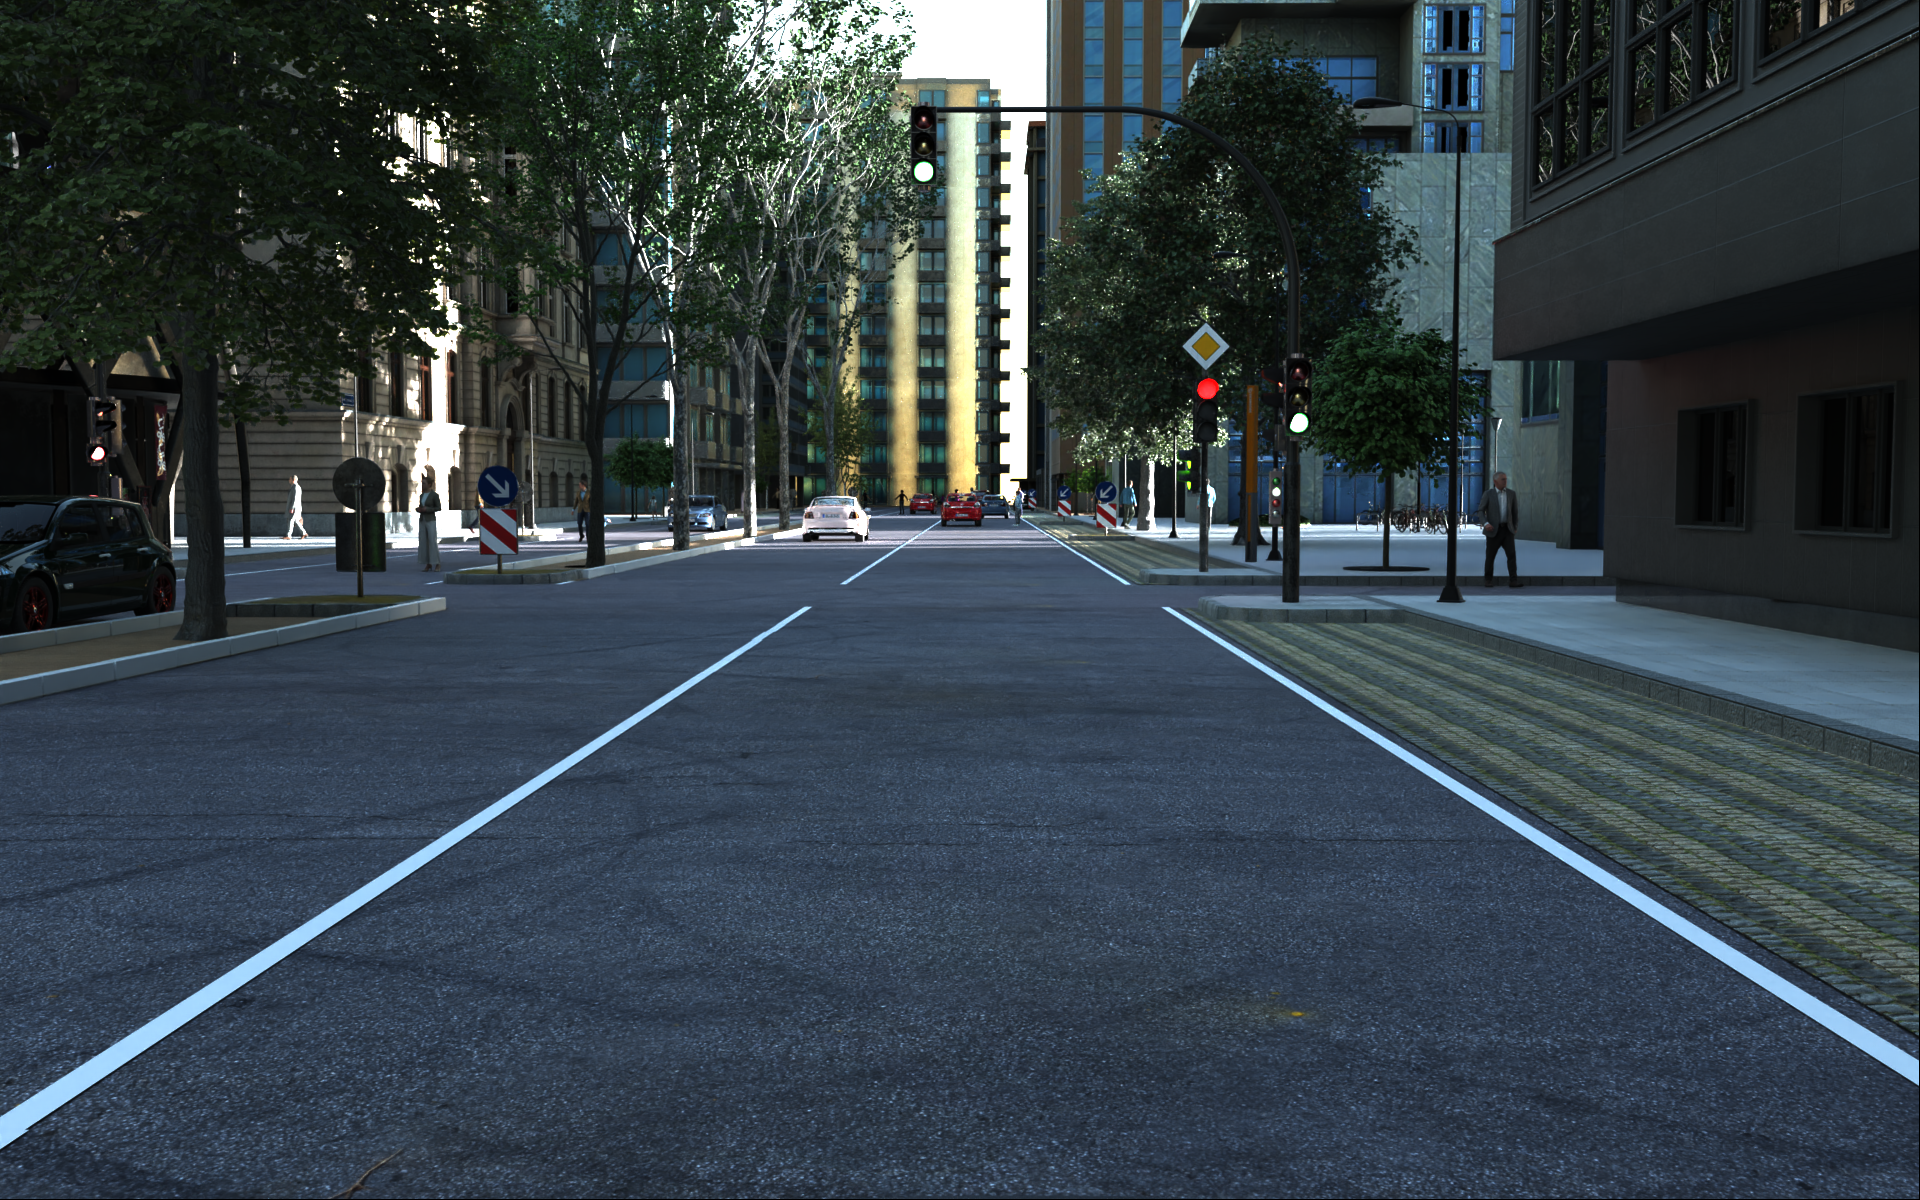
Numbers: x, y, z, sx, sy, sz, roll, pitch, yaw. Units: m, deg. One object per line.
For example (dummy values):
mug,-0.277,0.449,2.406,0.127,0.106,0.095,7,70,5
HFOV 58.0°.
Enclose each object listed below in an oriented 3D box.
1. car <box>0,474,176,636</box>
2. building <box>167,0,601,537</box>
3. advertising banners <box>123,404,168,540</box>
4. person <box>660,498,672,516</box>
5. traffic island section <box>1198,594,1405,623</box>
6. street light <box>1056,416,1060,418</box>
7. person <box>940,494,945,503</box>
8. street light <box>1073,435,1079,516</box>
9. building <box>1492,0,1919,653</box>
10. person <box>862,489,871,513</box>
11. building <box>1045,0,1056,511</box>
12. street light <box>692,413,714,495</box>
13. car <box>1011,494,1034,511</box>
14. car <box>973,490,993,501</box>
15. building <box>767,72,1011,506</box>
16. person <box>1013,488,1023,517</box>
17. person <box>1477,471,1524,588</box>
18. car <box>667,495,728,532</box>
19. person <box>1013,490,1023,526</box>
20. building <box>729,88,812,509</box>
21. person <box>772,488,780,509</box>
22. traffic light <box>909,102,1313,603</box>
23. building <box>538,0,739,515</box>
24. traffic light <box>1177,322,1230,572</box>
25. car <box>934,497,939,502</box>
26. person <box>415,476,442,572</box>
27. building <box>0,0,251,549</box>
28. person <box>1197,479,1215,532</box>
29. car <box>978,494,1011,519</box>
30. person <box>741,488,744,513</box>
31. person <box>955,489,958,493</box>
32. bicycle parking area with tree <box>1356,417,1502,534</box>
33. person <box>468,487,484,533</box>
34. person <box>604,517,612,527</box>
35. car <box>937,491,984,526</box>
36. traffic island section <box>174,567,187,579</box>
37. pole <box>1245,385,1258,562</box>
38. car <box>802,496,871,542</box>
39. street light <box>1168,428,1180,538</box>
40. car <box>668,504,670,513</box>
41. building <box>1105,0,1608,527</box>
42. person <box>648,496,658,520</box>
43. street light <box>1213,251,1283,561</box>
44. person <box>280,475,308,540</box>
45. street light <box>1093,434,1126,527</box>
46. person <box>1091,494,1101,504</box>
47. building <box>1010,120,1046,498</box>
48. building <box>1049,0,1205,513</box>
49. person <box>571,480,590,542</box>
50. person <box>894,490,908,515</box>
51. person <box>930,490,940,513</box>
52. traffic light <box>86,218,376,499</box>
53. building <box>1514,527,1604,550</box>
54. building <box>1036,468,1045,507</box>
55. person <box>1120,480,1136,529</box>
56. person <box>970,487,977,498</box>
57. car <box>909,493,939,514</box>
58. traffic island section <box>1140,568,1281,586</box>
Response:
car,-9.715,-0.495,17.875,2.009,1.686,4.222,0,4,1
building,-23.428,-15.240,68.262,14.460,24.649,34.723,0,4,1
advertising banners,-15.640,-2.260,33.141,0.090,3.025,2.074,0,4,3
person,-16.475,-5.686,99.234,0.699,1.804,1.509,-3,5,-44
traffic island section,3.938,0.104,20.574,2.009,0.180,2.903,0,4,1
street light,6.410,-8.010,103.509,1.470,5.913,1.316,0,4,1
person,-1.783,-9.899,173.570,0.599,1.433,0.991,-3,5,-42
street light,6.197,-6.919,85.669,1.470,5.913,1.316,0,4,1
building,13.004,-13.114,7.916,14.314,27.812,24.014,0,4,1
person,-7.315,-7.703,134.461,0.705,1.822,1.348,-2,4,-33
building,17.594,-36.784,143.415,21.231,58.520,28.212,0,4,1
street light,-14.729,-7.725,98.851,1.470,5.913,1.316,0,4,1
car,5.300,-8.232,144.382,2.009,1.686,4.222,0,4,1
car,1.855,-9.076,157.068,2.281,1.827,5.304,0,4,-1
building,-9.443,-35.461,199.396,30.456,49.044,23.786,0,4,1
person,3.619,-6.118,108.395,0.599,1.838,0.709,-2,4,-30
person,8.276,-1.073,26.437,0.661,1.777,0.834,-1,4,-13
car,-10.178,-3.392,67.458,2.014,1.417,4.499,0,4,2
person,2.584,-4.101,77.360,0.330,1.601,0.589,2,4,33
building,-26.654,-28.855,163.665,23.993,40.220,32.217,0,4,1
person,-15.441,-8.615,146.906,0.705,1.823,1.348,-3,5,-44
traffic light,1.805,-2.794,20.346,4.771,5.953,1.251,0,4,1
building,-27.240,-30.514,118.520,23.786,49.044,30.456,0,4,1
traffic light,3.999,-2.417,28.445,0.839,4.253,0.868,0,4,1
car,-2.878,-8.481,150.470,2.131,1.459,4.920,0,4,-1
person,-9.865,-1.406,32.041,0.519,1.759,0.362,2,4,25
building,-24.889,-10.366,36.933,16.820,18.784,16.811,0,4,1
person,8.437,-3.244,59.108,0.660,1.820,0.620,-2,4,-32
car,2.016,-5.510,102.088,2.014,1.417,4.499,0,4,2
person,-14.770,-6.833,118.428,0.551,1.740,0.621,3,5,41
person,-0.114,-5.992,107.159,0.721,1.739,1.217,-1,4,-14
bicycle parking area with tree,17.971,-4.373,58.496,8.231,4.147,9.016,0,4,3
person,-15.809,-3.118,56.940,0.656,1.842,0.836,3,5,39
person,-12.579,-2.835,60.358,0.738,1.151,1.012,2,4,29
car,0.042,-4.219,78.018,2.155,1.783,4.494,0,4,-1
traffic island section,-14.201,-0.398,28.793,2.009,0.180,2.903,0,4,1
pole,5.492,-2.369,32.579,0.158,3.312,0.155,0,3,0
car,-3.806,-2.506,53.335,2.083,1.381,4.827,0,4,0
street light,5.749,-4.784,50.755,1.470,5.913,1.316,0,4,1
car,-13.322,-4.451,85.351,1.945,1.354,3.894,0,4,0
building,19.707,-47.305,86.111,22.319,86.520,31.000,0,4,1
person,-15.099,-4.529,85.105,0.505,1.210,0.382,0,3,0
street light,5.541,-3.716,33.299,1.470,5.913,1.316,0,4,1
person,-18.702,-2.595,48.569,0.767,1.812,0.694,-1,4,-20
street light,5.949,-5.851,68.212,1.470,5.913,1.316,0,4,1
person,8.466,-6.136,105.996,1.348,1.869,0.705,-3,4,-39
building,20.190,-33.176,197.058,28.867,44.769,22.147,0,4,1
building,13.733,-28.904,122.699,14.600,45.320,14.200,0,4,1
person,-11.199,-2.634,51.472,0.656,1.842,0.836,-1,4,-22
person,-4.086,-6.779,120.168,1.217,1.723,0.721,-3,4,-37
person,-2.048,-7.363,129.612,1.217,1.735,0.721,-1,4,-13
traffic light,-12.068,-3.303,28.667,4.771,5.953,1.251,0,4,1
building,29.627,-44.268,36.448,31.000,86.520,22.319,0,4,1
building,18.015,-44.630,167.949,20.563,71.187,20.611,0,4,1
person,6.130,-3.479,63.264,0.444,1.785,0.601,-3,5,-42
person,0.663,-5.237,94.358,0.478,1.798,0.641,1,4,15
car,-2.599,-7.020,123.809,2.155,1.783,4.494,0,4,2
traffic island section,4.039,-0.384,28.559,2.009,0.180,2.903,0,4,1
